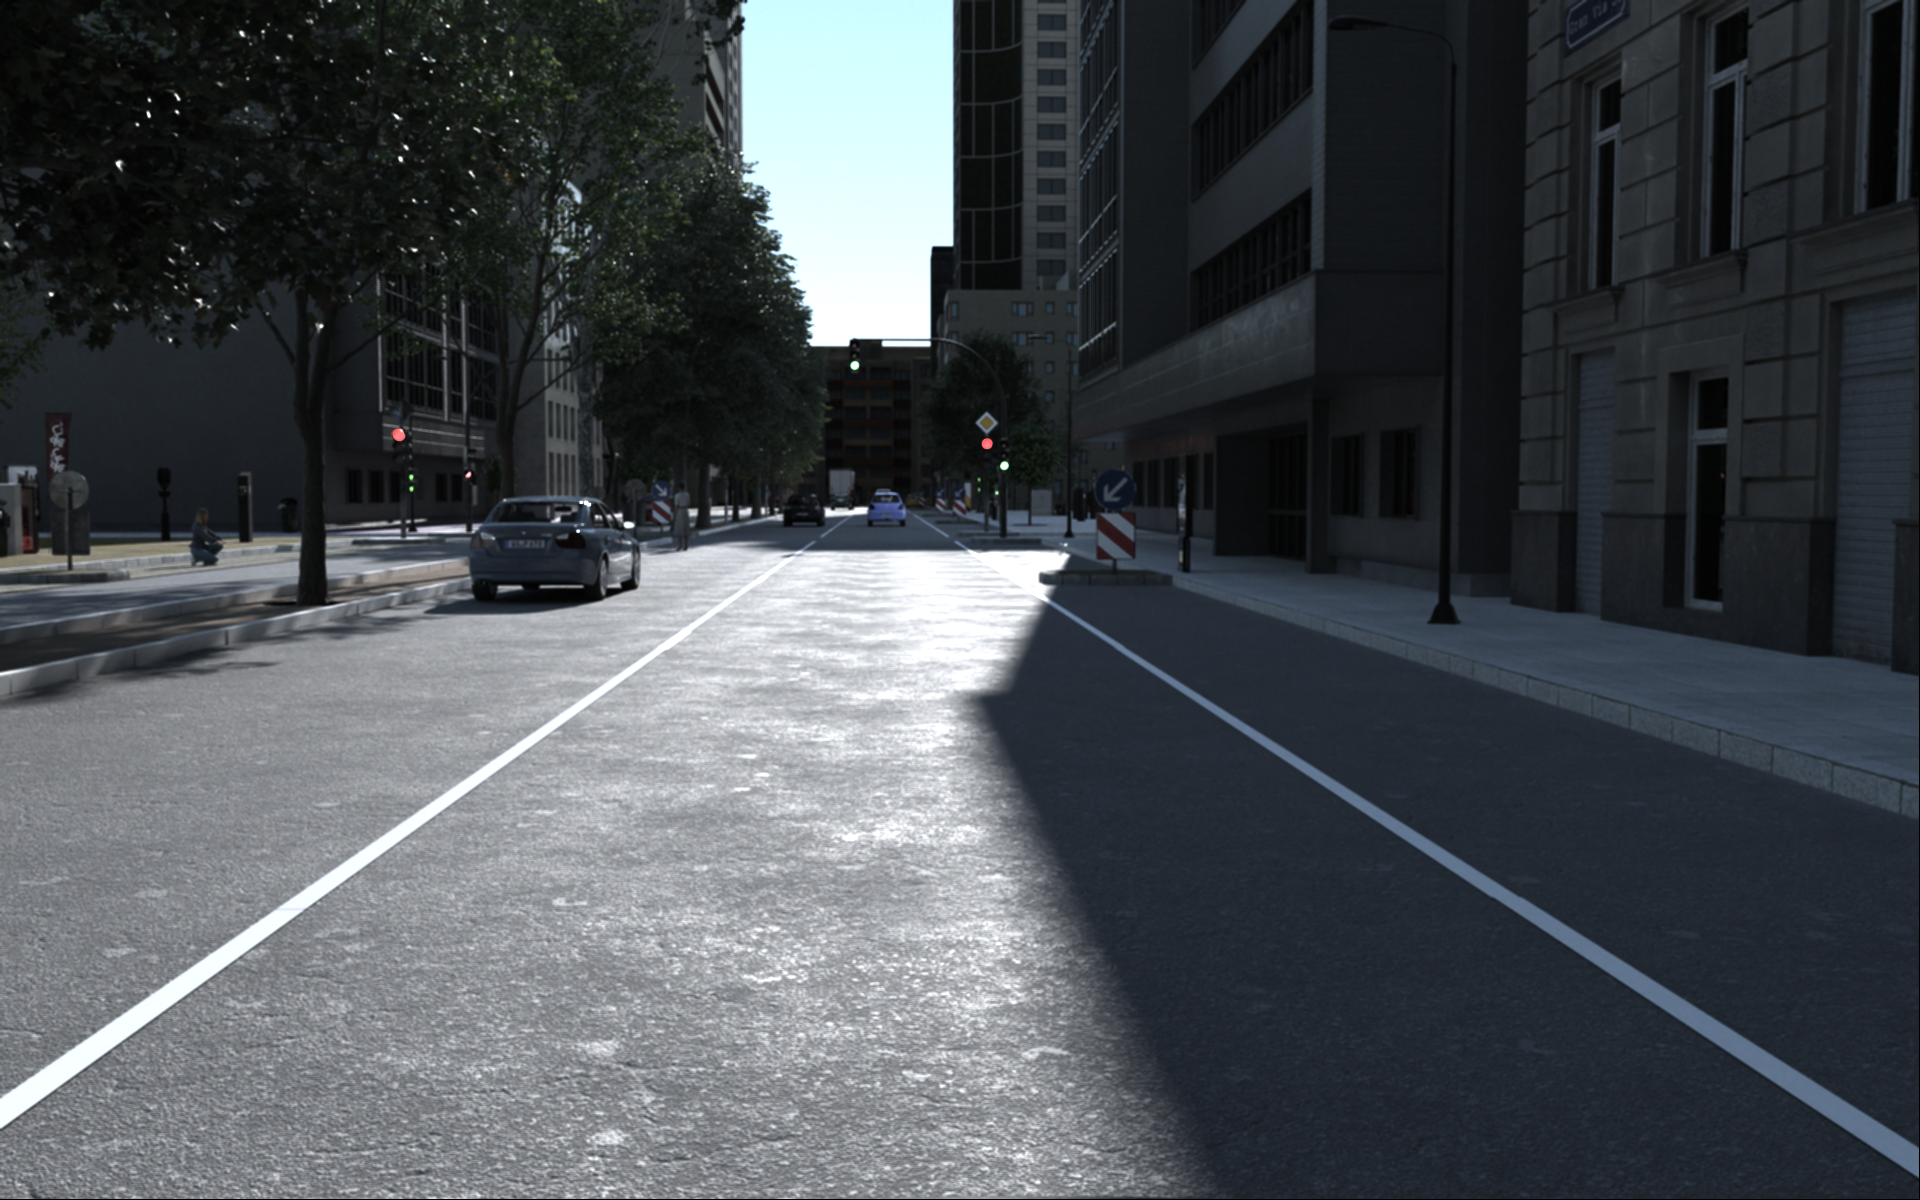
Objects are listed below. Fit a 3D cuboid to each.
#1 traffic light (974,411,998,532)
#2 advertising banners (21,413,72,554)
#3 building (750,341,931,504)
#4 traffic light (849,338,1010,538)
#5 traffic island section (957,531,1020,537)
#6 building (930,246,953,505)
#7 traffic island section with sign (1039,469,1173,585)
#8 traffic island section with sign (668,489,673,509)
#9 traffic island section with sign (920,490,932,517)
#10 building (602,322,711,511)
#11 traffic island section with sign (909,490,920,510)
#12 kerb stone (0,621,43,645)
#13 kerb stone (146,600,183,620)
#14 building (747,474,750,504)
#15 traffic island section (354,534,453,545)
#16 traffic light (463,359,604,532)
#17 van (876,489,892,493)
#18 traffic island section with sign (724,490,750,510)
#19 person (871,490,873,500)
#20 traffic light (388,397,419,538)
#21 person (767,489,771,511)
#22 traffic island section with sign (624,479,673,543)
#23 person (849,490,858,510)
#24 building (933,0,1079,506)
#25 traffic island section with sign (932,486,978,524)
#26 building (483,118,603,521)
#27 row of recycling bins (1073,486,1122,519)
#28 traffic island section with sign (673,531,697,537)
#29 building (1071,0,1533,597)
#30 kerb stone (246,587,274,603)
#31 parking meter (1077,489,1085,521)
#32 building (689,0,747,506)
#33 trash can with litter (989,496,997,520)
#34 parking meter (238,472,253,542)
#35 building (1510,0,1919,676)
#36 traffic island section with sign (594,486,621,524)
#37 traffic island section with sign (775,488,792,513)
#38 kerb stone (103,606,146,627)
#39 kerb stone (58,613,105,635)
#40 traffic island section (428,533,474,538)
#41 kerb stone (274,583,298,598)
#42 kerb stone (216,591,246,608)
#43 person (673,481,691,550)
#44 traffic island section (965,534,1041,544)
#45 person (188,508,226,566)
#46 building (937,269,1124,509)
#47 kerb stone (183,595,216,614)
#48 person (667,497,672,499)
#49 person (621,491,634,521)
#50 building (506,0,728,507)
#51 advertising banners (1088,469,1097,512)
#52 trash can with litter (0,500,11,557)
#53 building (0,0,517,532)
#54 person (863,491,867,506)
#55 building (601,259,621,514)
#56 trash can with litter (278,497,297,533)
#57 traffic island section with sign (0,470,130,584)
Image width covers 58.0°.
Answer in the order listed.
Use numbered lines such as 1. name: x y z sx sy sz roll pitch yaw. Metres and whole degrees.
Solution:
1. traffic light: 0.887 -4.275 58.823 0.839 4.253 0.868 0 4 -3
2. advertising banners: -20.125 -2.503 37.107 2.074 3.025 0.090 -1 4 -15
3. building: -12.177 -23.617 231.173 28.899 21.520 27.650 0 4 -3
4. traffic light: -0.840 -4.645 50.611 4.771 5.953 1.251 0 4 -3
5. traffic island section: 0.927 -2.242 58.938 2.009 0.180 2.903 0 4 -3
6. building: 3.488 -26.379 202.999 14.160 30.474 14.107 0 4 -3
7. traffic island section with sign: 2.312 -1.192 28.120 1.989 1.847 2.006 0 4 -3
8. traffic island section with sign: -18.505 -6.202 110.034 1.989 1.847 2.006 0 4 -3
9. traffic island section with sign: -1.385 -6.227 110.441 1.989 1.847 2.006 0 4 -3
10. building: -36.534 -18.467 146.971 27.650 21.520 28.899 0 4 -3
11. traffic island section with sign: -3.653 -9.294 160.590 1.989 1.847 2.006 0 4 -3
12. kerb stone: -9.152 0.321 16.943 0.120 0.150 1.000 0 4 -3
13. kerb stone: -9.278 0.134 20.014 0.120 0.150 1.000 0 4 -3
14. building: -42.122 -23.533 229.805 28.899 21.520 27.650 0 4 -3
15. traffic island section: -16.137 -1.707 50.184 2.009 0.180 2.903 0 4 -3
16. traffic light: -14.370 -5.106 58.157 4.771 5.953 1.251 0 4 -3
17. van: -6.590 -8.714 149.488 2.013 2.044 4.112 0 4 -3
18. traffic island section with sign: -20.764 -9.267 160.145 1.989 1.847 2.006 0 4 -3
19. person: -8.311 -9.544 164.483 0.705 1.831 1.348 0 4 -6
20. traffic light: -16.097 -3.739 50.051 0.839 4.253 0.868 0 4 -3
21. person: -15.832 -8.261 143.436 0.599 1.838 0.709 -3 5 -44
22. traffic island section with sign: -9.608 -2.604 50.711 2.006 1.907 1.989 0 4 -3
23. person: -9.898 -9.231 159.362 0.705 1.831 1.348 -3 5 -40
24. building: 7.664 -45.648 184.600 20.563 71.187 20.611 0 4 -3
25. traffic island section with sign: -0.185 -4.580 83.512 1.989 1.847 2.006 0 4 -3
26. building: -25.366 -14.423 90.559 10.420 20.320 16.860 0 4 -3
27. row of recycling bins: 7.558 -5.017 89.146 3.534 1.692 1.069 1 4 8
28. traffic island section with sign: -9.931 -3.057 58.112 2.006 1.907 1.989 0 4 -3
29. building: 10.980 -13.260 35.870 14.314 24.678 30.058 0 4 -3
30. kerb stone: -9.415 -0.054 23.076 0.120 0.150 1.000 0 4 -3
31. parking meter: 5.706 -4.473 81.540 0.372 1.533 0.369 0 3 0
32. building: -35.621 -46.421 197.236 20.611 71.187 20.563 0 4 -3
33. trash can with litter: 1.859 -4.518 85.260 0.624 1.170 1.055 2 4 28
34. parking meter: -19.017 -2.469 46.081 0.255 1.863 0.399 0 4 -6
35. building: 12.572 -12.856 7.461 12.463 27.353 25.104 0 4 -3
36. traffic island section with sign: -17.273 -4.534 82.755 1.989 1.847 2.006 0 4 -3
37. traffic island section with sign: -13.322 -7.648 133.174 2.006 1.907 1.989 0 4 -3
38. kerb stone: -9.234 0.196 18.993 0.120 0.150 1.000 0 4 -3
39. kerb stone: -9.186 0.263 17.964 0.120 0.150 1.000 0 4 -3
40. traffic island section: -16.497 -2.195 58.161 2.009 0.180 2.903 0 4 -3
41. kerb stone: -9.467 -0.116 24.097 0.120 0.150 1.000 0 4 -3
42. kerb stone: -9.371 0.009 22.055 0.120 0.150 1.000 0 4 -3
43. person: -7.113 -2.145 44.144 0.480 1.755 0.524 -3 5 -41
44. traffic island section: 1.287 -1.754 50.961 2.009 0.180 2.903 0 4 -3
45. person: -14.956 -1.257 34.554 0.738 1.151 1.012 0 4 -5
46. building: 12.125 -19.360 161.582 27.650 21.520 28.899 0 4 -3
47. kerb stone: -9.320 0.071 21.035 0.120 0.150 1.000 0 4 -3
48. person: -19.231 -6.410 113.859 0.519 1.759 0.362 1 4 13
49. person: -13.509 -3.848 70.780 0.474 1.900 0.648 2 4 28
50. building: -34.783 -33.502 171.452 21.300 48.544 21.600 0 4 -3
51. advertising banners: 9.066 -7.729 122.551 0.090 3.025 2.074 -2 4 -30
52. trash can with litter: -19.750 -1.440 34.933 1.055 1.170 0.624 0 4 -4
53. building: -27.426 -16.872 69.366 14.314 27.812 24.014 0 4 -3
54. person: -11.337 -12.076 205.951 0.705 1.824 1.348 -1 4 -21
55. building: -29.884 -14.673 107.350 16.820 18.784 16.811 0 4 -3
56. trash can with litter: -22.305 -2.817 57.440 0.624 1.170 1.055 -1 4 -23
57. traffic island section with sign: -14.831 -1.208 28.377 1.989 1.847 2.006 0 4 -3
